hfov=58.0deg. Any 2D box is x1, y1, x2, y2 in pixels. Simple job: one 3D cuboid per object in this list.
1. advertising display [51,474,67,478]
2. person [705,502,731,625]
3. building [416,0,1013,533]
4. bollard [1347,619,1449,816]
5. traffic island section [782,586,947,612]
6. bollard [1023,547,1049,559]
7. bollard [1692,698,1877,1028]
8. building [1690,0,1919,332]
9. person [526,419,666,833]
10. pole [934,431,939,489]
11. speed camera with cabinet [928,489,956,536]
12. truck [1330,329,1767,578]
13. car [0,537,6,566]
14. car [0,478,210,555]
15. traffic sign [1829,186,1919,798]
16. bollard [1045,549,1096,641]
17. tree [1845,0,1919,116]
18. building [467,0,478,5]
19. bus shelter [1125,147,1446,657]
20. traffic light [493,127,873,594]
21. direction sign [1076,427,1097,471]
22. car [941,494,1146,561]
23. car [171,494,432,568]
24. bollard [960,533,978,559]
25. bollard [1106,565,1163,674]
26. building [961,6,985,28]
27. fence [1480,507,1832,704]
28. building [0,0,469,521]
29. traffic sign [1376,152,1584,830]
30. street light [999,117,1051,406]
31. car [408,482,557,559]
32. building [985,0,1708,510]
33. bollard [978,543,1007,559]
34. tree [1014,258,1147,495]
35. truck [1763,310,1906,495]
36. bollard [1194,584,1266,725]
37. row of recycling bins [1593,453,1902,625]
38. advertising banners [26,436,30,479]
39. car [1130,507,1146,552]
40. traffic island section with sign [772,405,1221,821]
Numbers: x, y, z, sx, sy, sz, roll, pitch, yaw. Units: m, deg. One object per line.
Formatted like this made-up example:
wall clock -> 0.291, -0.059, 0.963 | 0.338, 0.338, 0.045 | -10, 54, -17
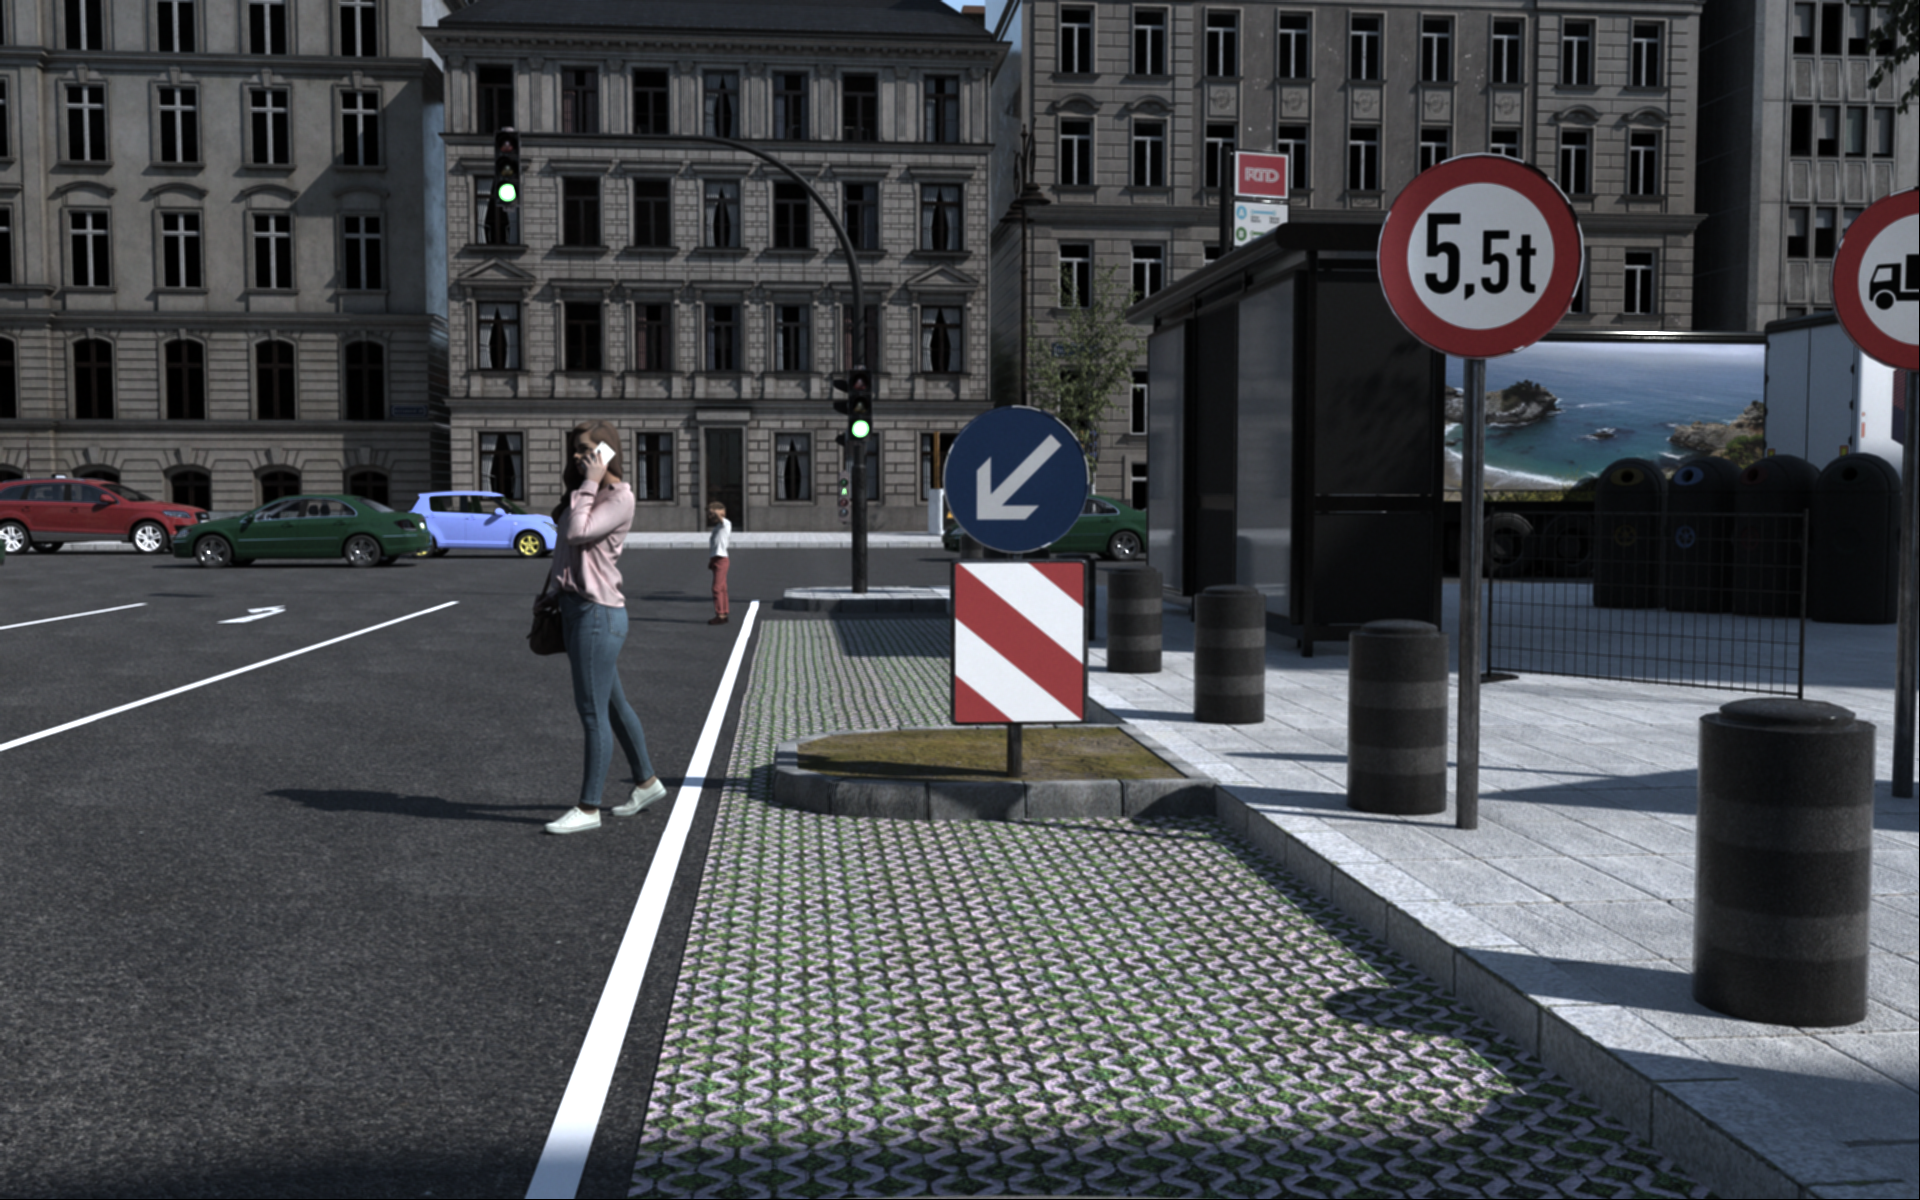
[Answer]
advertising display -> -28.988, -3.093, 55.777 | 0.123, 1.923, 0.974 | -1, 4, -8
person -> -2.696, -0.416, 19.206 | 0.340, 1.345, 0.435 | -2, 4, -28
building -> -8.355, -12.082, 62.163 | 19.286, 19.102, 10.561 | 0, 4, -6
bollard -> 1.790, 0.467, 7.084 | 0.404, 0.777, 0.398 | 0, 3, 0
traffic island section -> -1.285, -0.010, 22.438 | 2.009, 0.180, 2.903 | 0, 4, -6
bollard -> 0.734, -0.200, 17.990 | 0.404, 0.777, 0.398 | 0, 3, 0
bollard -> 2.059, 0.635, 4.336 | 0.404, 0.777, 0.398 | 0, 3, 0
building -> 37.038, -15.267, 67.636 | 19.932, 24.808, 12.078 | 0, 4, -6
person -> -1.534, 0.097, 7.502 | 0.643, 1.750, 0.593 | -2, 4, -32
pole -> -0.759, -3.828, 56.423 | 0.158, 3.312, 0.155 | 0, 3, 0
speed camera with cabinet -> -0.050, -3.646, 53.943 | 2.038, 3.252, 0.660 | -3, 5, -41
truck -> 12.412, -2.570, 30.939 | 11.283, 4.237, 2.839 | 0, 4, -7
car -> -17.837, -0.952, 27.365 | 4.920, 1.459, 2.131 | 0, 4, -5
car -> -20.843, -2.019, 41.676 | 5.304, 1.827, 2.281 | 0, 4, -4
traffic sign -> 3.998, -0.438, 7.269 | 0.768, 2.556, 0.104 | 0, 4, 3
bollard -> 0.996, -0.033, 15.263 | 0.404, 0.777, 0.398 | 0, 3, 0
tree -> 8.301, -3.824, 12.889 | 4.360, 8.622, 3.978 | 0, 3, 0
building -> -57.830, -47.912, 221.605 | 20.611, 71.187, 20.563 | 0, 4, -6
bus shelter -> 3.065, -2.455, 17.774 | 2.179, 5.291, 8.768 | 0, 4, -6
traffic light -> -3.399, -2.894, 21.978 | 4.771, 5.953, 1.251 | 0, 4, -6
direction sign -> 4.258, -4.053, 58.271 | 0.876, 3.537, 0.379 | -3, 4, -36
car -> 2.050, -1.571, 37.489 | 4.920, 1.459, 2.131 | 0, 4, -7
car -> -13.028, -1.377, 34.319 | 4.920, 1.459, 2.131 | 0, 4, -5
bollard -> 0.199, -0.534, 23.453 | 0.404, 0.777, 0.398 | 0, 3, 0
bollard -> 1.263, 0.133, 12.537 | 0.404, 0.777, 0.398 | 0, 3, 0
building -> 10.210, -30.728, 157.027 | 22.147, 44.769, 28.867 | 0, 4, -6
fence -> 4.329, 0.006, 11.098 | 0.480, 1.192, 2.264 | -3, 5, -41
building -> -35.531, -14.885, 62.460 | 34.723, 24.649, 14.460 | 0, 4, -6
traffic sign -> 1.948, -0.396, 6.578 | 0.768, 2.556, 0.104 | 0, 4, 2
street light -> 0.804, -2.997, 21.789 | 0.468, 5.910, 1.993 | 0, 4, -6
car -> -10.734, -1.814, 39.250 | 3.694, 1.707, 1.945 | 0, 4, -4
building -> 13.566, -16.425, 65.809 | 25.104, 27.353, 12.463 | 0, 4, -6
bollard -> 0.466, -0.367, 20.716 | 0.404, 0.777, 0.398 | 0, 3, 0
tree -> 3.874, -6.297, 53.316 | 4.737, 8.622, 4.395 | 0, 3, 0
truck -> 18.763, -2.372, 27.693 | 11.283, 4.237, 2.839 | 0, 4, -7
bollard -> 1.528, 0.300, 9.810 | 0.404, 0.777, 0.398 | 0, 3, 0
row of recycling bins -> 8.352, -0.702, 18.590 | 1.069, 1.692, 3.534 | -2, 4, -30
advertising banners -> -28.292, -3.460, 52.764 | 0.090, 3.025, 2.074 | -1, 4, -23
car -> 5.545, -1.898, 42.838 | 4.920, 1.459, 2.131 | 0, 4, -5
traffic island section with sign -> 0.076, 0.007, 8.509 | 1.989, 1.847, 2.006 | 0, 4, -6
